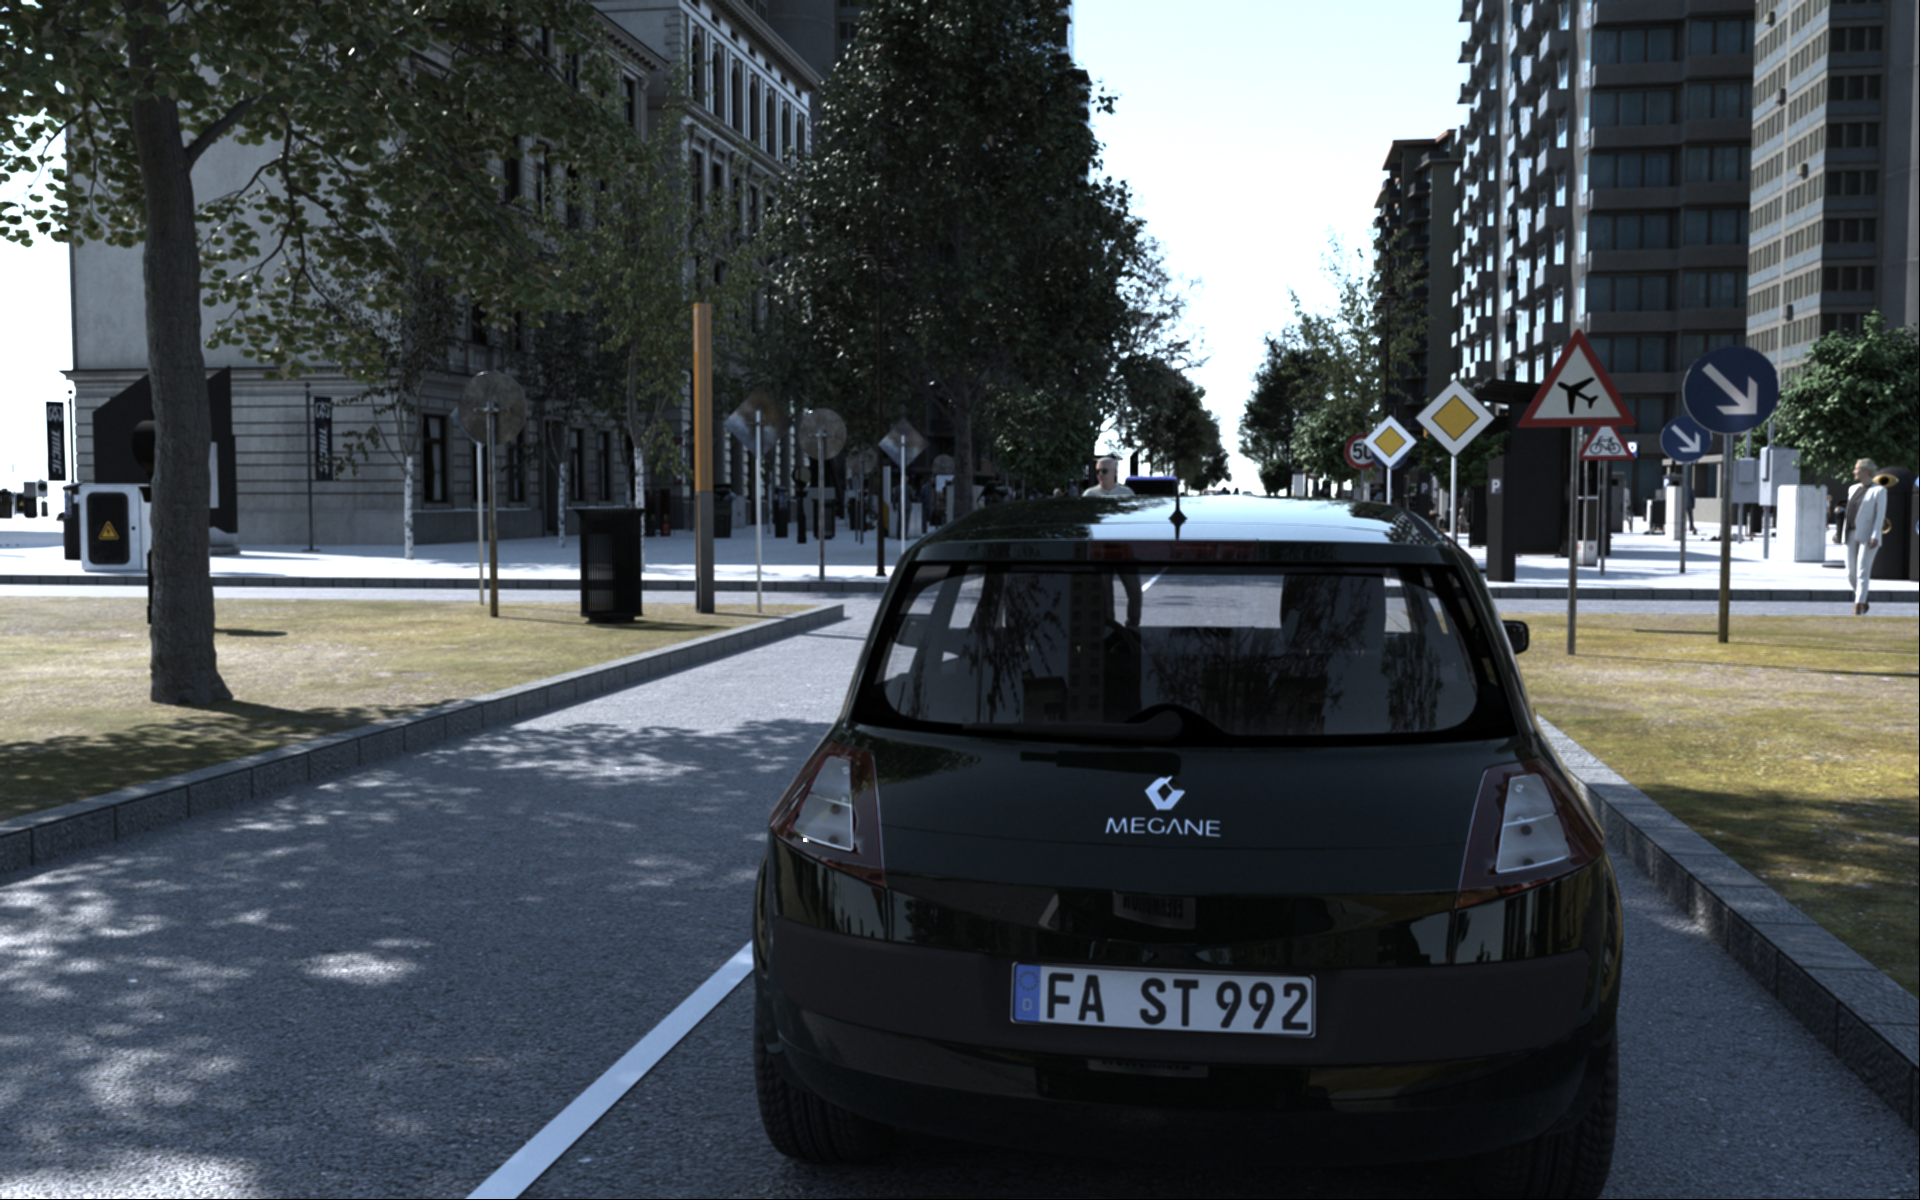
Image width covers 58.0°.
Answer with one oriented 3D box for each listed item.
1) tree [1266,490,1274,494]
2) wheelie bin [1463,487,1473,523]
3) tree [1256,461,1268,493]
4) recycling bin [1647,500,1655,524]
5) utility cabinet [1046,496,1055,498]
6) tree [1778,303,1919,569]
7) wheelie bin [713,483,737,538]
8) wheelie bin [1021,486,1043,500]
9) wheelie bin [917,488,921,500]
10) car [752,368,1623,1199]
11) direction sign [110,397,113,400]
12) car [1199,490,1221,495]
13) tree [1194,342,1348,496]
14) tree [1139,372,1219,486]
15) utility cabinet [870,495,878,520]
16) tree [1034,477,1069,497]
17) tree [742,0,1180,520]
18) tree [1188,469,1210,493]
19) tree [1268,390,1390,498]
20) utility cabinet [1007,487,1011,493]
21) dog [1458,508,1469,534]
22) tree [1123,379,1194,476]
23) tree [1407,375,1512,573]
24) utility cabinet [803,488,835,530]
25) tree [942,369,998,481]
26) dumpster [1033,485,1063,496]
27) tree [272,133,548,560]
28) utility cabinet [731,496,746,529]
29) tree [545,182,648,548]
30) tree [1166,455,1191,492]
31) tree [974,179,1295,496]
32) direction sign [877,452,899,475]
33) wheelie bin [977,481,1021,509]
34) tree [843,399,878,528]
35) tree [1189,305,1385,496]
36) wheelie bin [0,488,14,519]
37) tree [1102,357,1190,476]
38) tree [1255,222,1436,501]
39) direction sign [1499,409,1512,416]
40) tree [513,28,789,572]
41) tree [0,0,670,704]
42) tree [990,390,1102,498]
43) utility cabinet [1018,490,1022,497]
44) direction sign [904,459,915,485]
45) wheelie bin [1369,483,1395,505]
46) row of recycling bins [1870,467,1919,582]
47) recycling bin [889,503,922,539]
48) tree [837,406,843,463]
[{"bbox_3d":[41.687,-14.587,233.092,1.663,3.219,1.824,0,3,0],"label":"tree"},{"bbox_3d":[22.488,-4.156,75.866,0.980,1.594,0.693,1,4,11],"label":"wheelie bin"},{"bbox_3d":[25.237,-9.406,137.503,4.285,4.588,4.351,0,3,0],"label":"tree"},{"bbox_3d":[30.203,-3.814,74.917,0.722,1.027,0.722,0,3,0],"label":"recycling bin"},{"bbox_3d":[3.250,-3.155,62.750,0.306,1.237,1.020,0,4,8],"label":"utility cabinet"},{"bbox_3d":[15.795,-2.838,30.119,4.285,4.588,4.351,0,3,0],"label":"tree"},{"bbox_3d":[-7.006,-2.620,50.753,0.980,1.594,0.693,-1,4,-20],"label":"wheelie bin"},{"bbox_3d":[2.608,-3.522,65.500,0.693,1.594,0.980,-2,4,-33],"label":"wheelie bin"},{"bbox_3d":[-1.707,-4.958,88.977,0.980,1.594,0.693,-1,4,-10],"label":"wheelie bin"},{"bbox_3d":[0.677,0.294,4.984,2.009,1.686,4.222,1,4,9],"label":"car"},{"bbox_3d":[-19.467,-2.953,40.275,0.876,3.537,0.379,2,4,35],"label":"direction sign"},{"bbox_3d":[21.939,-8.679,150.574,2.281,1.827,5.304,1,4,10],"label":"car"},{"bbox_3d":[22.950,-11.676,116.664,9.928,11.665,9.643,0,3,0],"label":"tree"},{"bbox_3d":[20.153,-14.862,161.124,7.486,12.596,7.792,0,3,0],"label":"tree"},{"bbox_3d":[-3.893,-4.505,84.823,1.020,1.237,0.306,-2,4,-29],"label":"utility cabinet"},{"bbox_3d":[2.977,-3.847,57.493,1.663,3.219,1.824,0,3,0],"label":"tree"},{"bbox_3d":[-0.024,-7.272,35.913,9.611,12.733,9.660,0,3,0],"label":"tree"},{"bbox_3d":[29.527,-14.123,214.626,4.285,4.588,4.351,0,3,0],"label":"tree"},{"bbox_3d":[11.781,-4.248,53.174,4.285,4.588,4.351,0,3,0],"label":"tree"},{"bbox_3d":[1.123,-2.740,53.481,0.318,1.500,1.173,2,4,32],"label":"utility cabinet"},{"bbox_3d":[16.418,-2.555,56.148,0.800,0.831,0.513,-2,4,-23],"label":"dog"},{"bbox_3d":[16.959,-13.269,142.709,9.928,11.665,9.643,0,3,0],"label":"tree"},{"bbox_3d":[8.226,-2.059,28.271,1.663,3.219,1.824,0,3,0],"label":"tree"},{"bbox_3d":[-4.936,-3.154,60.246,1.173,1.500,0.318,0,4,-5],"label":"utility cabinet"},{"bbox_3d":[0.782,-9.107,99.269,4.360,8.622,3.978,0,3,0],"label":"tree"},{"bbox_3d":[4.047,-4.877,82.238,1.502,2.255,1.985,1,4,9],"label":"dumpster"},{"bbox_3d":[-10.920,-5.102,33.774,4.360,8.622,3.978,0,3,0],"label":"tree"},{"bbox_3d":[-8.353,-3.212,63.684,0.306,1.237,1.020,3,5,43],"label":"utility cabinet"},{"bbox_3d":[-9.548,-5.575,41.516,4.360,8.622,3.978,0,3,0],"label":"tree"},{"bbox_3d":[25.417,-15.085,196.996,4.360,8.622,3.978,0,3,0],"label":"tree"},{"bbox_3d":[5.215,-9.637,67.934,12.009,13.543,11.850,0,3,0],"label":"tree"},{"bbox_3d":[-2.892,-4.749,69.645,0.876,3.537,0.379,0,4,7],"label":"direction sign"},{"bbox_3d":[0.890,-2.171,43.406,0.693,1.594,0.980,3,4,37],"label":"wheelie bin"},{"bbox_3d":[-4.253,-7.023,65.186,4.737,8.622,4.395,0,3,0],"label":"tree"},{"bbox_3d":[17.210,-9.187,84.621,7.601,10.594,8.767,-3,5,-41],"label":"tree"},{"bbox_3d":[-50.050,-5.071,90.818,0.693,1.594,0.980,0,4,-5],"label":"wheelie bin"},{"bbox_3d":[12.919,-11.076,115.501,7.601,10.594,8.767,1,4,10],"label":"tree"},{"bbox_3d":[10.671,-5.860,46.168,4.737,8.622,4.395,0,3,0],"label":"tree"},{"bbox_3d":[14.688,-3.300,45.952,0.876,3.537,0.379,0,4,-7],"label":"direction sign"},{"bbox_3d":[-5.052,-4.775,28.427,4.737,8.622,4.395,0,3,0],"label":"tree"},{"bbox_3d":[-5.138,-5.628,10.148,7.486,12.596,7.792,0,3,0],"label":"tree"},{"bbox_3d":[2.393,-4.009,49.264,4.285,4.588,4.351,0,3,0],"label":"tree"},{"bbox_3d":[3.056,-4.379,80.283,0.318,1.500,1.173,-1,4,-22],"label":"utility cabinet"},{"bbox_3d":[-2.697,-6.059,91.064,0.876,3.537,0.379,-3,5,-41],"label":"direction sign"},{"bbox_3d":[11.755,-2.487,48.579,0.693,1.594,0.980,-2,4,-33],"label":"wheelie bin"},{"bbox_3d":[14.354,-1.081,24.785,1.069,1.692,3.534,-1,4,-11],"label":"row of recycling bins"},{"bbox_3d":[-1.579,-2.294,50.057,0.722,1.027,0.722,2,4,33],"label":"recycling bin"},{"bbox_3d":[-6.420,-6.468,56.108,4.737,8.622,4.395,0,3,0],"label":"tree"}]
